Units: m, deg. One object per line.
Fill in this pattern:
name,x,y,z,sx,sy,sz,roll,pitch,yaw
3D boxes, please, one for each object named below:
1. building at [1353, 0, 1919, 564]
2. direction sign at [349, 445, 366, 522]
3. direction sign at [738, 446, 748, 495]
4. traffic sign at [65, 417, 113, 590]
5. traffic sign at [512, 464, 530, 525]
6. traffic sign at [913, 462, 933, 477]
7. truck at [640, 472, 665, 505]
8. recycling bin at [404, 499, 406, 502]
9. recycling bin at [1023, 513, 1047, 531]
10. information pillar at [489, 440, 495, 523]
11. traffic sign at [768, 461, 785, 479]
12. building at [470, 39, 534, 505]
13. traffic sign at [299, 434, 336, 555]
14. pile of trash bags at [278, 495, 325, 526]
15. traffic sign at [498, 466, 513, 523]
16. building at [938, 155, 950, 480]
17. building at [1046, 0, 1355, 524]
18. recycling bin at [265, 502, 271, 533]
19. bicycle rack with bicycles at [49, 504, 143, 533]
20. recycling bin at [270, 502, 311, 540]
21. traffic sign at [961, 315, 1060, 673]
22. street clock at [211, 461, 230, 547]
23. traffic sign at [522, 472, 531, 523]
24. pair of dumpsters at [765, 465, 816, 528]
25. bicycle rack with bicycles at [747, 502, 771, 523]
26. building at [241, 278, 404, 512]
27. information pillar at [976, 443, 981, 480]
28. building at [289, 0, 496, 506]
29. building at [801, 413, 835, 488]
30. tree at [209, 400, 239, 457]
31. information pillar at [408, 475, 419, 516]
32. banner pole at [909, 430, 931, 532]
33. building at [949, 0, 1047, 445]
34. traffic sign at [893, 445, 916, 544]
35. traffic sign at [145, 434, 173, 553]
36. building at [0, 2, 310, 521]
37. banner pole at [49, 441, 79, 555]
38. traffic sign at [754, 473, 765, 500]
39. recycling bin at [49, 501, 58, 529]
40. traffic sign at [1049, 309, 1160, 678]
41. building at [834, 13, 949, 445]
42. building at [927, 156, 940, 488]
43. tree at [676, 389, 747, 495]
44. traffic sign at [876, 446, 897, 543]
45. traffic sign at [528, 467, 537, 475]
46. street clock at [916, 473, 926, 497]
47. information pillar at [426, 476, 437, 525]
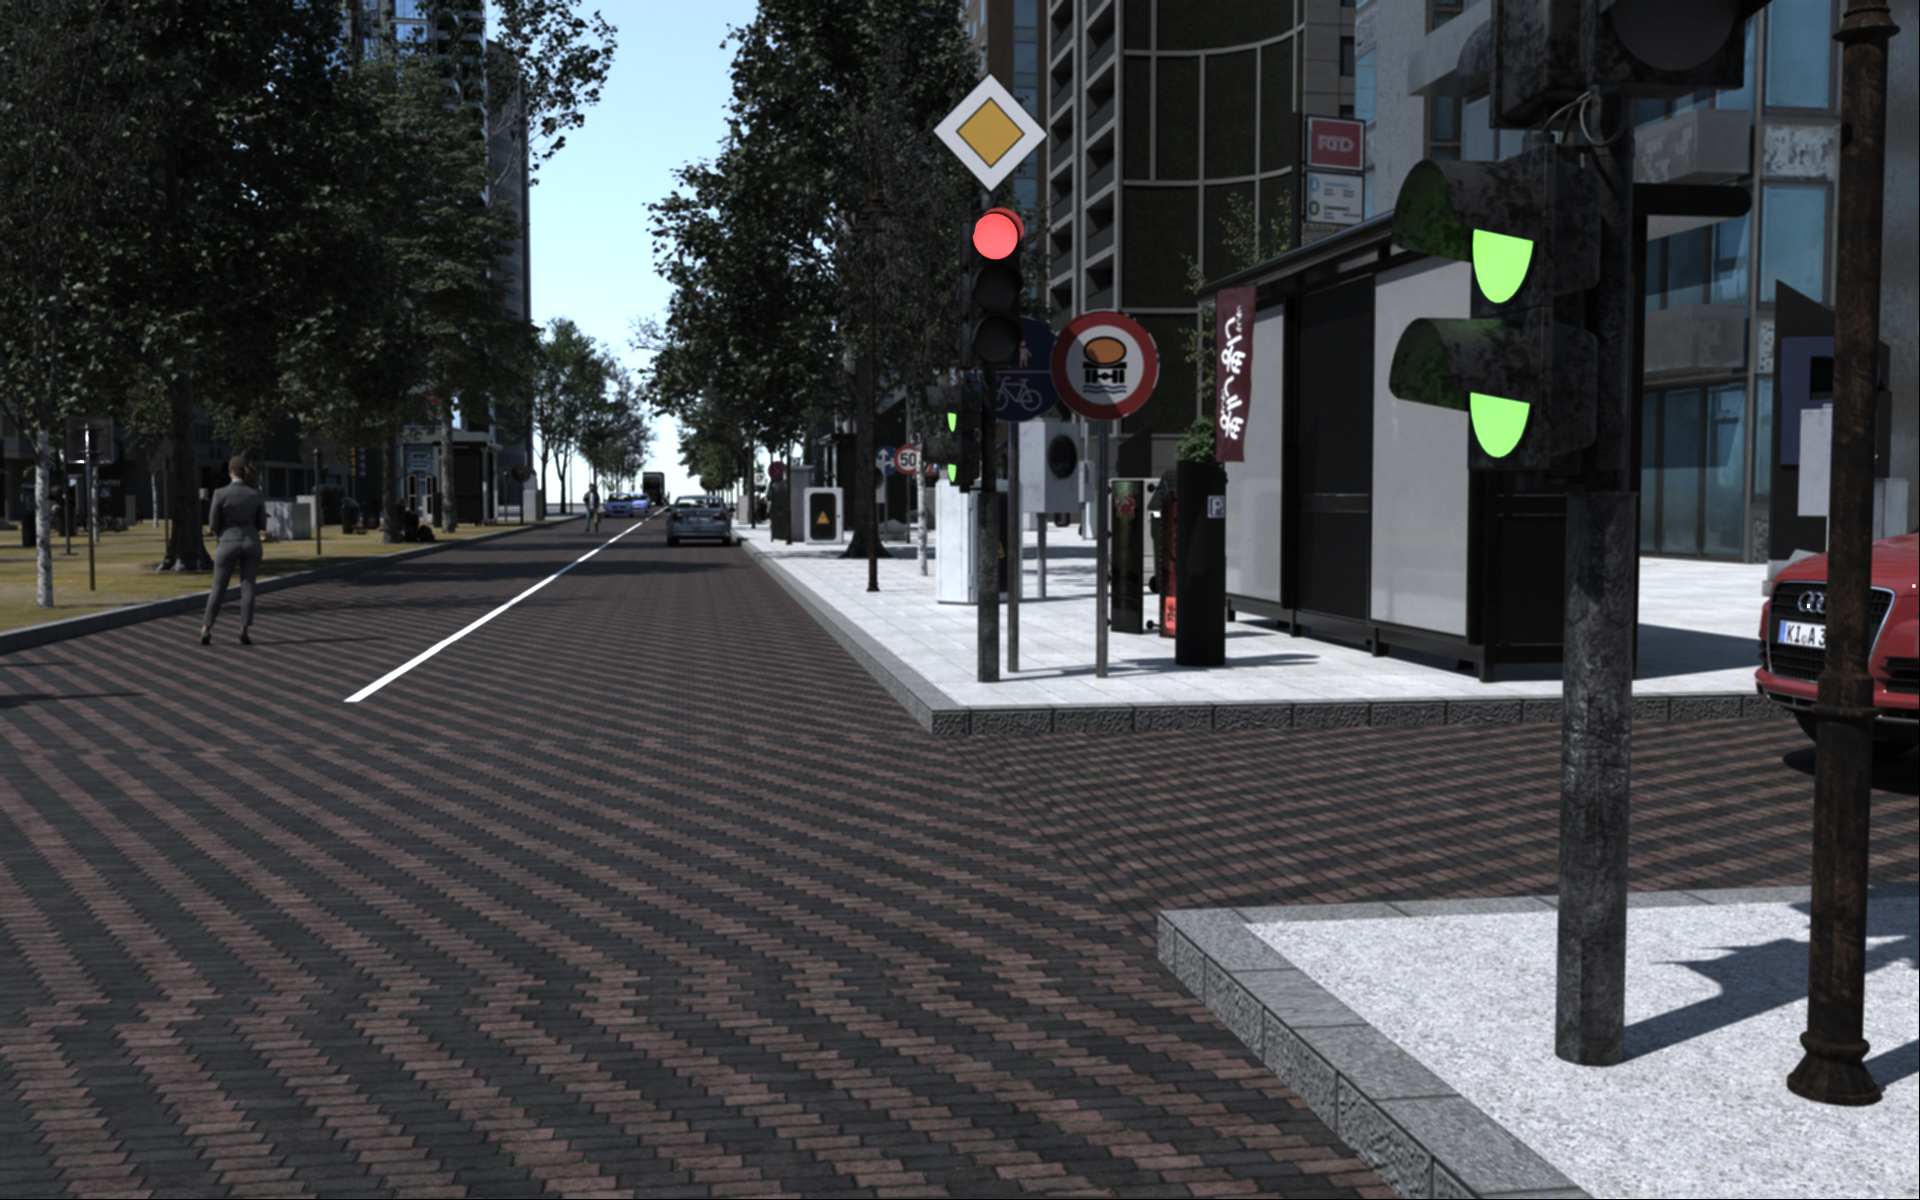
building,25.495,-25.803,41.488,30.456,49.044,23.786,-1,4,-9
direction sign,-27.884,-5.395,80.209,0.876,3.537,0.379,1,4,17
direction sign,-10.319,-5.544,82.641,0.379,3.537,0.876,2,4,29
traffic sign,-11.537,-1.275,22.975,0.606,2.300,0.079,0,4,-1
traffic sign,-18.450,-4.444,72.770,0.768,2.556,0.104,0,4,1
traffic sign,-1.216,-3.294,53.970,0.768,2.556,0.104,0,4,-3
truck,-39.196,-14.220,221.411,2.839,4.237,11.283,0,4,-8
recycling bin,-26.581,-4.220,81.545,0.722,1.027,0.722,1,4,20
recycling bin,2.569,-2.906,60.073,0.722,1.027,0.722,-1,4,-21
information pillar,-20.567,-5.172,75.915,0.183,3.616,0.504,-2,4,-29
traffic sign,-7.010,-4.072,66.683,0.768,2.556,0.104,0,4,-6
building,-66.662,-41.508,220.662,21.231,58.520,28.212,-1,4,-9
traffic sign,-13.519,-2.223,36.454,0.768,2.556,0.104,0,4,0
pile of trash bags,-26.971,-3.603,68.660,3.447,1.369,1.912,-1,4,-13
traffic sign,-20.360,-4.740,77.604,0.768,2.556,0.104,0,4,-1
building,5.230,-21.254,119.212,14.160,30.474,14.107,-1,4,-9
building,13.908,-39.140,78.184,20.563,71.187,20.611,-1,4,-9
recycling bin,-22.599,-2.739,57.344,0.722,1.027,0.722,0,4,-8
bicycle rack with bicycles,-29.036,-2.681,57.223,2.852,0.926,2.925,2,4,35
recycling bin,-18.815,-2.218,48.821,0.722,1.027,0.722,2,4,24
traffic sign,0.384,-0.752,12.402,0.768,2.556,0.104,0,4,-3
street clock,-16.052,-2.024,37.658,0.358,2.002,0.471,0,4,-1
traffic sign,-19.443,-4.697,76.909,0.768,2.556,0.104,0,4,0
pair of dumpsters,-5.960,-3.576,60.957,1.574,2.255,4.437,-1,4,-9
bicycle rack with bicycles,-8.357,-3.892,77.012,2.852,0.926,2.925,3,5,39
building,-54.788,-16.708,118.215,27.650,21.520,28.899,-1,4,-9
information pillar,0.449,-3.149,42.840,0.504,3.616,0.183,2,4,31
building,-62.758,-53.690,190.498,22.319,86.520,31.000,-1,4,-9
building,-6.665,-23.786,233.946,27.650,21.520,28.899,-1,4,-9
tree,-30.743,-7.063,65.848,4.737,8.622,4.395,0,3,0
information pillar,-21.139,-3.823,66.993,0.304,2.012,0.304,0,4,-5
banner pole,-1.393,-4.228,59.137,0.863,3.779,0.401,2,4,30
building,7.245,-27.795,104.555,14.600,45.320,14.200,-1,4,-9
traffic sign,-1.334,-2.734,44.799,0.768,2.556,0.104,0,4,-2
traffic sign,-17.141,-2.287,37.391,0.884,2.594,0.081,0,4,0
building,-52.658,-24.427,91.258,32.217,40.220,23.993,-1,4,-9
banner pole,-18.870,-2.825,36.208,0.401,3.779,0.863,1,4,15
traffic sign,-9.730,-5.016,84.145,0.606,2.300,0.079,0,4,1
recycling bin,-34.000,-3.163,64.272,0.722,1.027,0.722,1,4,16
traffic sign,0.993,-0.730,12.037,0.768,2.556,0.104,0,4,-5
building,-4.219,-40.462,203.556,21.231,58.520,28.212,-1,4,-9
building,10.622,-27.378,139.508,32.217,40.220,23.993,-1,4,-9
tree,-24.402,-15.486,171.317,7.486,12.596,7.792,0,3,0
traffic sign,-1.947,-2.777,45.513,0.768,2.556,0.104,-1,4,-9
traffic sign,-20.497,-5.031,82.355,0.768,2.556,0.104,0,4,-8
street clock,-1.197,-2.991,53.470,0.358,2.002,0.471,-1,4,-13
information pillar,-21.931,-4.124,71.911,0.304,2.012,0.304,2,4,26
